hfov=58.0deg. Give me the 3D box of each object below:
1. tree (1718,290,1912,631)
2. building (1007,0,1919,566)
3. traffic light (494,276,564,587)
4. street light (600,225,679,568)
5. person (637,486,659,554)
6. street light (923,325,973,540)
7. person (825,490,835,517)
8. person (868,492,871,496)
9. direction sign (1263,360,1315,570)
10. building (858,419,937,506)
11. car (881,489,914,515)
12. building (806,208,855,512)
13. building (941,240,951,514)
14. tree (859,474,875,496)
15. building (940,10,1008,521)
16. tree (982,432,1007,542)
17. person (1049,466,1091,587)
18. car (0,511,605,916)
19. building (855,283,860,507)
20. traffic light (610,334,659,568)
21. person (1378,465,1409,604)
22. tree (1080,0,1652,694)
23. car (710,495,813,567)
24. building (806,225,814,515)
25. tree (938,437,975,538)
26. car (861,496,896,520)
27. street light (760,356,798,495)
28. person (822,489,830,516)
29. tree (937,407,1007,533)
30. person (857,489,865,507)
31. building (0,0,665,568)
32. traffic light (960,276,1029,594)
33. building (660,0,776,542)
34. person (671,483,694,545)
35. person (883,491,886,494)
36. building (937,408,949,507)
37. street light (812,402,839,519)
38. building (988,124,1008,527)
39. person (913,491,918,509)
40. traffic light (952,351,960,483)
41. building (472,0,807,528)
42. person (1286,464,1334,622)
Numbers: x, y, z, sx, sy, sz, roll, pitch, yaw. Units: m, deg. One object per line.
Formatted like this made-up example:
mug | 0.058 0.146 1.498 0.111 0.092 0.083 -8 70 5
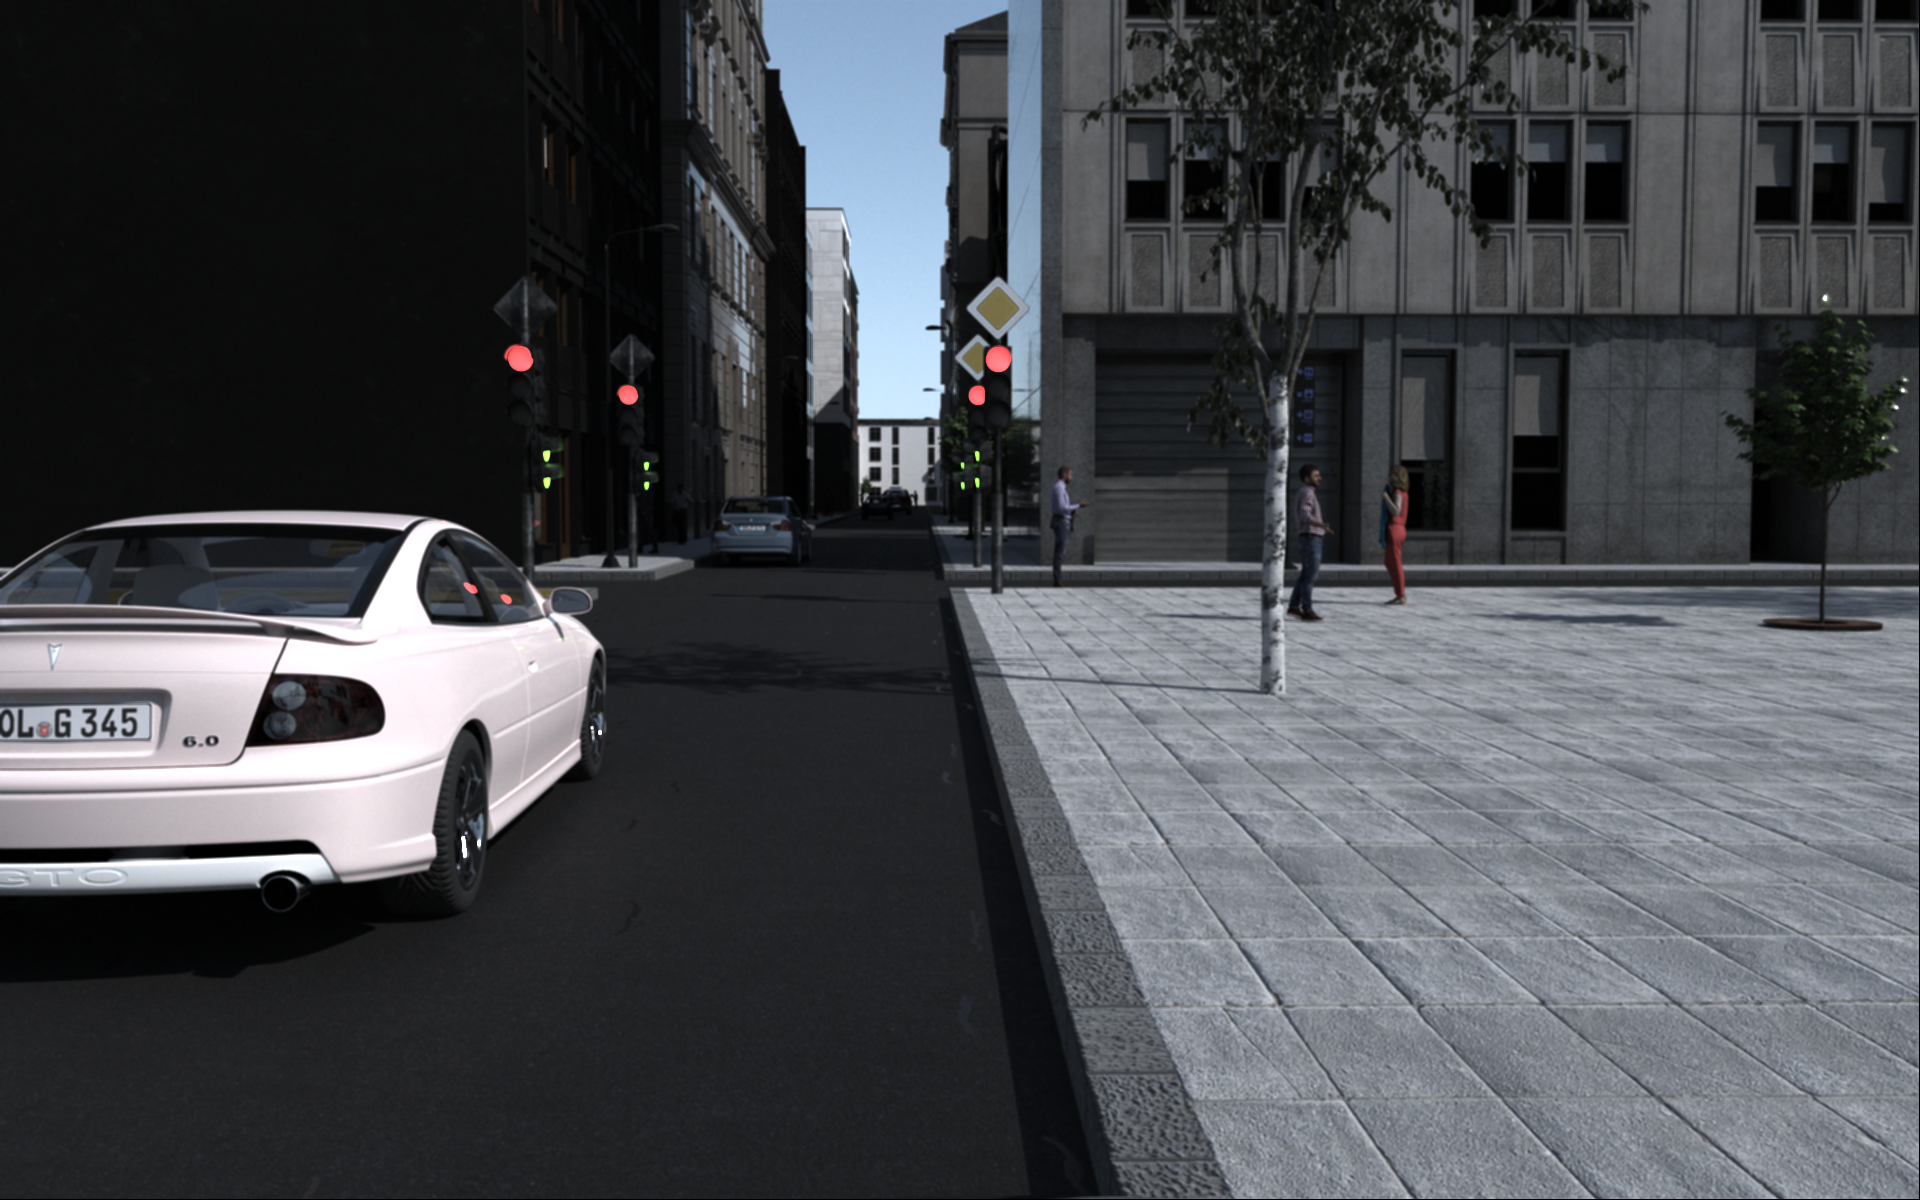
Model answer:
tree | 8.172 -1.347 16.626 1.663 3.219 1.824 0 3 0
building | 11.229 -13.346 36.229 19.932 24.808 12.078 0 4 -1
traffic light | -5.500 -2.007 22.055 0.839 4.213 0.868 0 4 -1
street light | -5.543 -3.514 30.000 1.470 5.913 1.316 0 4 -1
person | -6.821 -1.863 37.418 0.530 1.710 0.541 -2 4 -30
street light | -0.244 -4.608 47.888 1.470 5.913 1.316 0 4 -1
person | -7.260 -5.385 96.778 0.574 1.496 0.600 -1 4 -9
person | -9.444 -10.714 180.841 0.705 1.869 1.348 0 4 1
direction sign | 5.565 -2.285 29.363 0.876 3.537 0.379 0 4 -4
building | -12.174 -15.437 194.535 28.070 9.664 9.099 0 4 -1
car | -4.376 -6.831 120.355 2.281 1.827 5.304 0 4 0
building | -22.267 -16.978 121.558 27.936 21.610 32.646 0 4 -1
building | 6.760 -15.763 114.142 16.016 20.091 11.380 0 4 -1
tree | -8.999 -10.635 168.487 1.663 3.219 1.824 0 3 0
building | 5.274 -18.070 92.709 12.463 27.353 25.104 0 4 -1
tree | 1.525 -3.215 47.163 1.663 3.219 1.824 0 3 0
person | 1.626 -1.058 25.671 0.599 1.838 0.709 0 4 -4
car | -2.668 0.314 7.220 2.083 1.381 4.827 0 4 -3
building | -26.388 -19.721 166.408 32.646 21.610 27.936 0 4 -1
traffic light | -5.673 -2.495 30.038 0.839 4.213 0.868 0 4 -1
person | 5.027 -0.756 20.113 0.593 1.614 0.444 -3 5 -43
tree | 2.225 -3.709 11.012 4.360 8.622 3.978 0 3 0
car | -4.045 -1.437 35.496 2.014 1.417 4.499 0 4 -1
building | -13.806 -14.707 95.203 10.420 20.320 16.860 0 4 -1
tree | 0.423 -3.460 51.169 1.663 3.219 1.824 0 3 0
car | -4.612 -5.187 97.389 1.945 1.354 3.894 0 4 0
street light | -6.159 -5.259 58.532 1.470 5.913 1.316 0 4 -1
person | -7.884 -5.798 102.712 0.662 1.594 0.647 0 4 -7
tree | 0.737 -4.552 58.140 4.285 4.588 4.351 0 3 0
person | -8.807 -9.044 154.635 0.721 1.735 1.217 2 4 29
building | -13.822 -12.703 37.379 12.332 23.373 15.834 0 4 -1
traffic light | 0.459 -2.016 22.199 0.839 4.213 0.868 0 4 -1
building | -13.224 -15.929 57.706 12.463 27.353 25.104 0 4 -1
person | -7.045 -2.184 43.961 0.614 1.554 0.590 1 4 13
person | -7.347 -9.801 169.418 0.551 1.740 0.621 1 4 21
building | 2.686 -13.768 167.258 9.099 9.664 28.070 0 4 -1
street light | -6.787 -7.029 87.469 1.470 5.913 1.316 0 4 -1
building | 9.522 -12.505 71.911 16.820 18.784 16.811 0 4 -1
person | -4.382 -9.516 164.619 0.750 1.759 0.617 0 4 -6
traffic light | 0.286 -2.504 30.182 0.839 4.213 0.868 0 4 -1
building | -13.678 -15.232 78.719 12.332 23.373 15.834 0 4 -1
person | 3.537 -0.578 17.451 0.435 1.587 0.963 0 4 2
